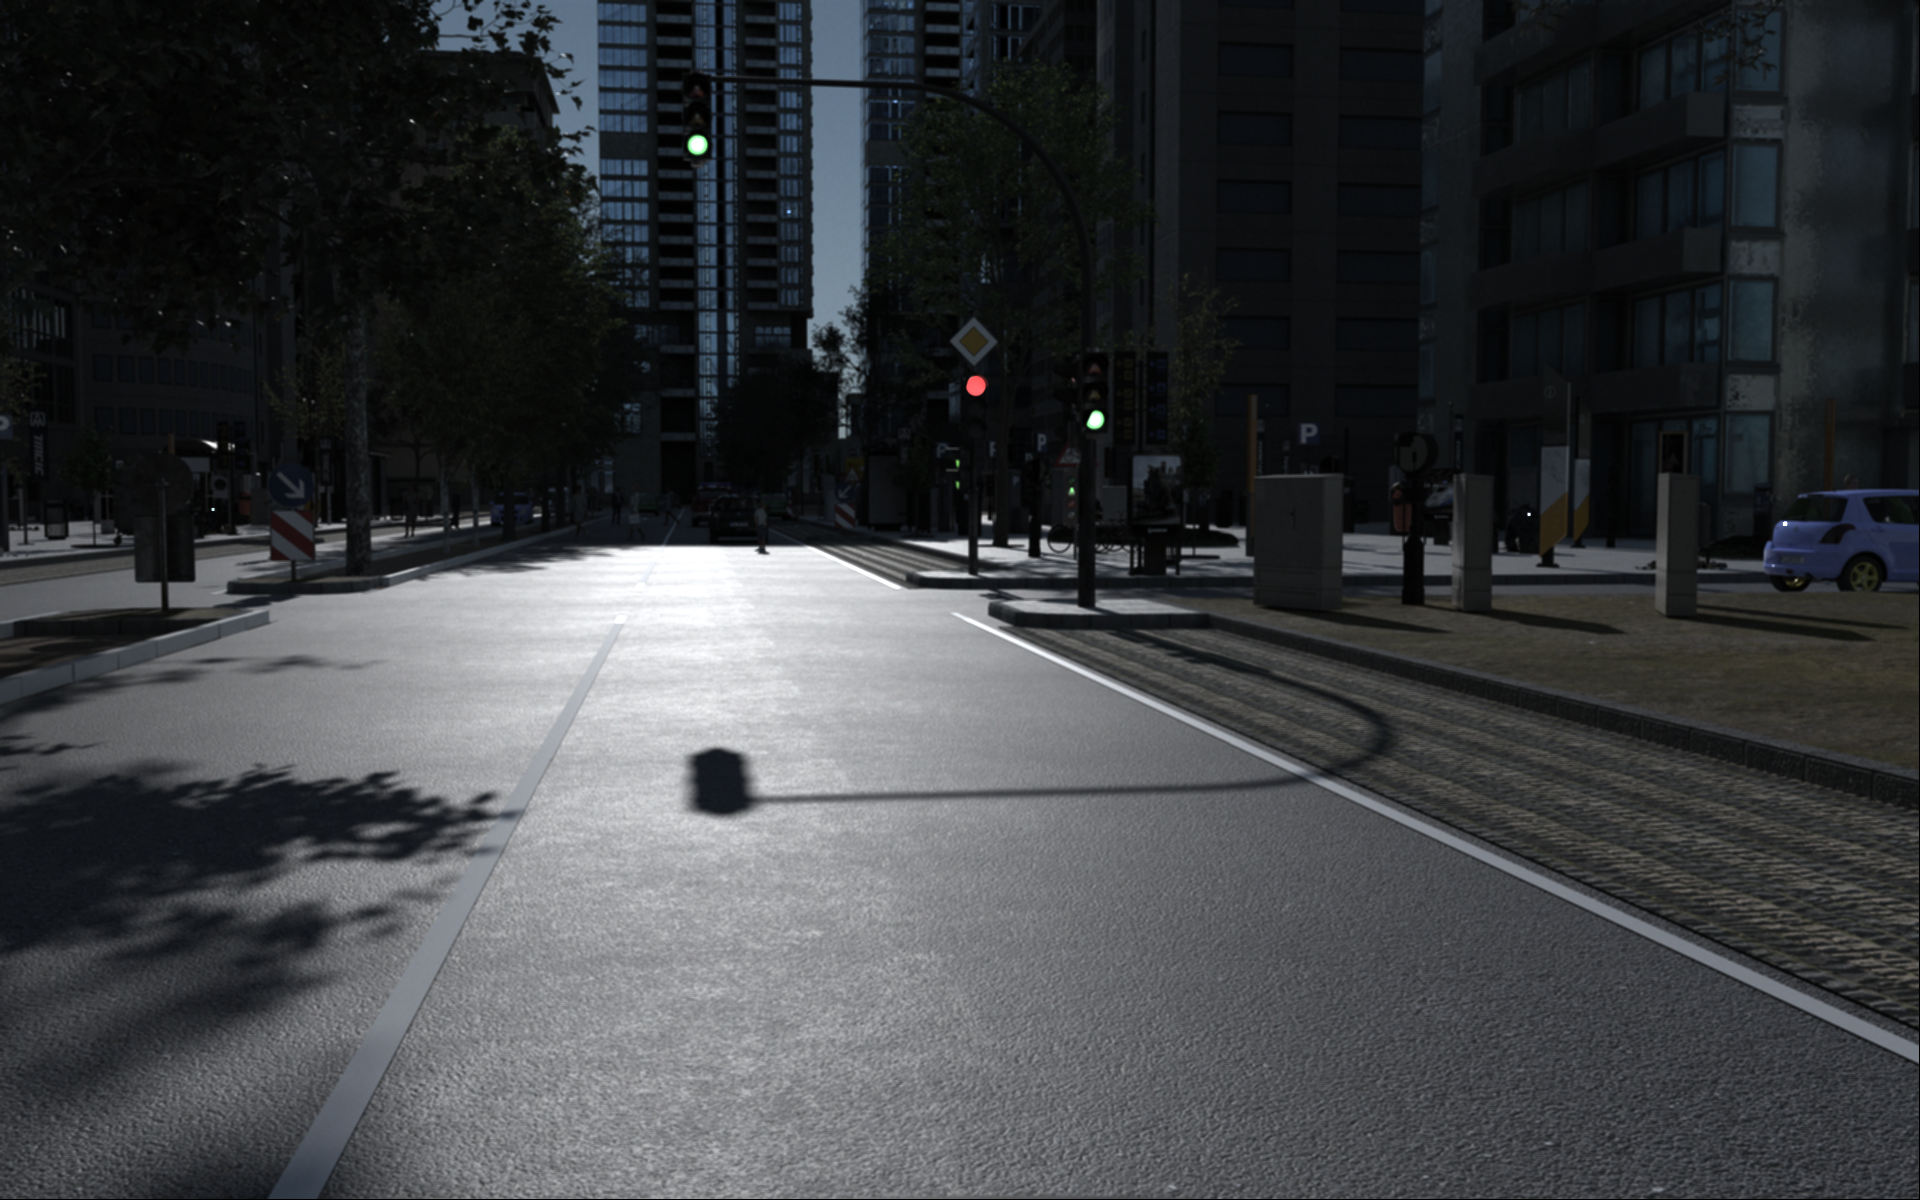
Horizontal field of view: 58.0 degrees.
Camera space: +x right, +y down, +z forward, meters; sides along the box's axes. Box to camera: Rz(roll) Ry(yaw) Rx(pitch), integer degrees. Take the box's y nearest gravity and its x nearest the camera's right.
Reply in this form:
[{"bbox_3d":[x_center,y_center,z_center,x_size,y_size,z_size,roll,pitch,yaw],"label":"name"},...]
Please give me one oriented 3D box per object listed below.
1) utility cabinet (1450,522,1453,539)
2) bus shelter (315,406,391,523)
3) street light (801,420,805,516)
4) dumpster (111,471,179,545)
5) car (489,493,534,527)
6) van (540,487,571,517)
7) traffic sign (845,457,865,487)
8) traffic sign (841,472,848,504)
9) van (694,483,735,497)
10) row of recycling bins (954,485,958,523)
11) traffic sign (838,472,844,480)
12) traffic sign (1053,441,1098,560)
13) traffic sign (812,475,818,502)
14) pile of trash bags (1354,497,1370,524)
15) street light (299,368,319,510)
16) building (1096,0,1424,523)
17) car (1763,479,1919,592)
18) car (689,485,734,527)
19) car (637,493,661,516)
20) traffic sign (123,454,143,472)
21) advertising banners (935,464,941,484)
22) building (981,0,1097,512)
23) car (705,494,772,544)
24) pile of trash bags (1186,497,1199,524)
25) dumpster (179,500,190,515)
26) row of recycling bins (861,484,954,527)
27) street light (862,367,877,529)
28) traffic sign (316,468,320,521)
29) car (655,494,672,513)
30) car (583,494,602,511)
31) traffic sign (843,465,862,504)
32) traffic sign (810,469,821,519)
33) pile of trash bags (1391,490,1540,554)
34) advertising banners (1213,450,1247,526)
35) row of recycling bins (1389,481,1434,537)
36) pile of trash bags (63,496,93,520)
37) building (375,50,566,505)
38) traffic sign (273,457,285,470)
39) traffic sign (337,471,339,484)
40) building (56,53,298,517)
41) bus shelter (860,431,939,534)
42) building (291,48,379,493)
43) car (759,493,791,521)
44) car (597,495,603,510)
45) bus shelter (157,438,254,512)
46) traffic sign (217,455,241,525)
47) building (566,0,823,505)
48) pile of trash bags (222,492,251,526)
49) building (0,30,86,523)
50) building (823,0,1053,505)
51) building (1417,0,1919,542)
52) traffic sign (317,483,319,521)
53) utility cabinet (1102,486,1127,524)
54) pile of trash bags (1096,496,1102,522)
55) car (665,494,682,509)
[{"bbox_3d":[14.332,-2.329,49.233,0.306,1.237,1.020,-2,4,-27],"label":"utility cabinet"},{"bbox_3d":[-28.775,-6.382,81.973,2.179,5.291,8.768,-1,4,-9],"label":"bus shelter"},{"bbox_3d":[-9.279,-7.888,101.751,0.468,5.910,1.993,-1,4,-9],"label":"street light"},{"bbox_3d":[-20.906,-2.368,44.479,1.264,1.857,1.865,-1,4,-9],"label":"dumpster"},{"bbox_3d":[-20.098,-4.167,77.715,1.945,1.707,3.694,-1,4,-10],"label":"car"},{"bbox_3d":[-24.715,-6.079,106.410,2.013,2.044,4.112,0,4,-8],"label":"van"},{"bbox_3d":[-5.119,-6.134,94.157,2.265,3.308,0.079,0,4,-6],"label":"traffic sign"},{"bbox_3d":[-6.232,-5.882,96.270,0.768,2.556,0.104,0,4,-2],"label":"traffic sign"},{"bbox_3d":[-13.328,-5.502,94.340,2.240,2.365,5.245,-1,4,-9],"label":"van"},{"bbox_3d":[-0.462,-4.285,77.171,1.069,1.692,3.534,-2,4,-26],"label":"row of recycling bins"},{"bbox_3d":[-6.712,-6.165,100.903,0.768,2.556,0.104,0,4,-7],"label":"traffic sign"},{"bbox_3d":[2.249,-2.062,33.724,0.884,2.594,0.081,0,4,-4],"label":"traffic sign"},{"bbox_3d":[-8.397,-6.264,102.524,0.768,2.556,0.104,0,4,-5],"label":"traffic sign"},{"bbox_3d":[16.728,-3.981,74.840,1.912,1.369,3.447,1,4,13],"label":"pile of trash bags"},{"bbox_3d":[-23.943,-5.570,63.856,0.468,5.910,1.993,-1,4,-9],"label":"street light"},{"bbox_3d":[17.907,-33.584,91.091,21.231,58.520,28.212,-1,4,-9],"label":"building"},{"bbox_3d":[13.448,-0.920,24.626,3.694,1.707,1.945,-1,4,-11],"label":"car"},{"bbox_3d":[-10.932,-4.193,77.224,2.281,1.827,5.304,-1,4,-8],"label":"car"},{"bbox_3d":[-20.606,-6.399,113.423,1.959,1.807,4.718,-1,4,-9],"label":"car"},{"bbox_3d":[-26.369,-3.380,55.366,0.768,2.556,0.104,0,4,-2],"label":"traffic sign"},{"bbox_3d":[-0.754,-6.386,100.605,0.090,3.025,2.074,3,5,44],"label":"advertising banners"},{"bbox_3d":[18.375,-26.511,125.328,32.217,40.220,23.993,-1,4,-9],"label":"building"},{"bbox_3d":[-6.599,-2.558,51.615,2.009,1.686,4.222,0,4,-8],"label":"car"},{"bbox_3d":[9.195,-3.884,73.262,1.912,1.369,3.447,2,4,25],"label":"pile of trash bags"},{"bbox_3d":[-24.056,-3.055,52.441,1.502,2.255,1.985,-1,4,-9],"label":"dumpster"},{"bbox_3d":[-2.170,-3.768,68.714,3.534,1.692,1.069,-1,4,-8],"label":"row of recycling bins"},{"bbox_3d":[-3.316,-5.531,63.228,0.468,5.910,1.993,-1,4,-9],"label":"street light"},{"bbox_3d":[-30.545,-5.022,82.208,0.768,2.556,0.104,0,4,-1],"label":"traffic sign"},{"bbox_3d":[-22.729,-7.301,131.371,2.014,1.417,4.499,-1,4,-10],"label":"car"},{"bbox_3d":[-31.665,-8.329,147.975,2.131,1.459,4.920,0,4,-8],"label":"car"},{"bbox_3d":[-4.758,-4.675,76.442,0.884,2.594,0.081,0,4,-8],"label":"traffic sign"},{"bbox_3d":[-7.294,-5.478,89.561,0.884,2.594,0.081,0,4,-8],"label":"traffic sign"},{"bbox_3d":[11.280,-1.745,38.282,3.447,1.369,1.912,1,4,20],"label":"pile of trash bags"},{"bbox_3d":[10.595,-4.430,68.617,2.074,3.025,0.090,-1,4,-9],"label":"advertising banners"},{"bbox_3d":[14.131,-2.756,52.167,1.069,1.692,3.534,-1,4,-17],"label":"row of recycling bins"},{"bbox_3d":[-43.512,-4.586,84.728,3.447,1.369,1.912,-1,4,-21],"label":"pile of trash bags"},{"bbox_3d":[-60.274,-37.750,206.444,27.495,52.752,28.713,-1,4,-9],"label":"building"},{"bbox_3d":[-23.762,-3.710,60.666,0.884,2.594,0.081,0,4,-8],"label":"traffic sign"},{"bbox_3d":[-33.226,-5.689,93.115,0.768,2.556,0.104,0,3,0],"label":"traffic sign"},{"bbox_3d":[-56.088,-34.629,108.191,21.231,58.520,28.212,-1,4,-9],"label":"building"},{"bbox_3d":[-2.079,-3.913,57.896,2.014,3.302,5.546,-1,4,-9],"label":"bus shelter"},{"bbox_3d":[-62.124,-31.927,145.705,21.600,48.544,21.300,-1,4,-9],"label":"building"},{"bbox_3d":[-10.112,-5.166,93.266,1.959,1.807,4.718,-1,4,-10],"label":"car"},{"bbox_3d":[-34.032,-9.048,160.513,1.945,1.354,3.894,-1,4,-10],"label":"car"},{"bbox_3d":[-28.473,-4.386,65.627,2.014,3.302,5.546,-1,4,-9],"label":"bus shelter"},{"bbox_3d":[-24.004,-3.472,56.872,0.768,2.556,0.104,0,4,-6],"label":"traffic sign"},{"bbox_3d":[-30.878,-54.680,206.684,31.000,86.520,22.319,-1,4,-9],"label":"building"},{"bbox_3d":[-29.866,-3.733,70.783,3.447,1.369,1.912,3,5,42],"label":"pile of trash bags"},{"bbox_3d":[-46.424,-16.840,68.841,14.314,27.812,24.014,-1,4,-9],"label":"building"},{"bbox_3d":[-0.169,-54.940,210.942,31.000,86.520,22.319,-1,4,-9],"label":"building"},{"bbox_3d":[31.113,-26.653,55.381,30.456,49.044,23.786,-1,4,-9],"label":"building"},{"bbox_3d":[-31.067,-5.117,83.770,0.768,2.556,0.104,0,4,-2],"label":"traffic sign"},{"bbox_3d":[4.685,-2.576,50.804,0.318,1.500,1.173,-3,4,-37],"label":"utility cabinet"},{"bbox_3d":[6.851,-4.287,79.849,1.912,1.369,3.447,2,4,28],"label":"pile of trash bags"},{"bbox_3d":[-28.521,-9.743,171.094,2.131,1.459,4.920,0,4,-8],"label":"car"}]
